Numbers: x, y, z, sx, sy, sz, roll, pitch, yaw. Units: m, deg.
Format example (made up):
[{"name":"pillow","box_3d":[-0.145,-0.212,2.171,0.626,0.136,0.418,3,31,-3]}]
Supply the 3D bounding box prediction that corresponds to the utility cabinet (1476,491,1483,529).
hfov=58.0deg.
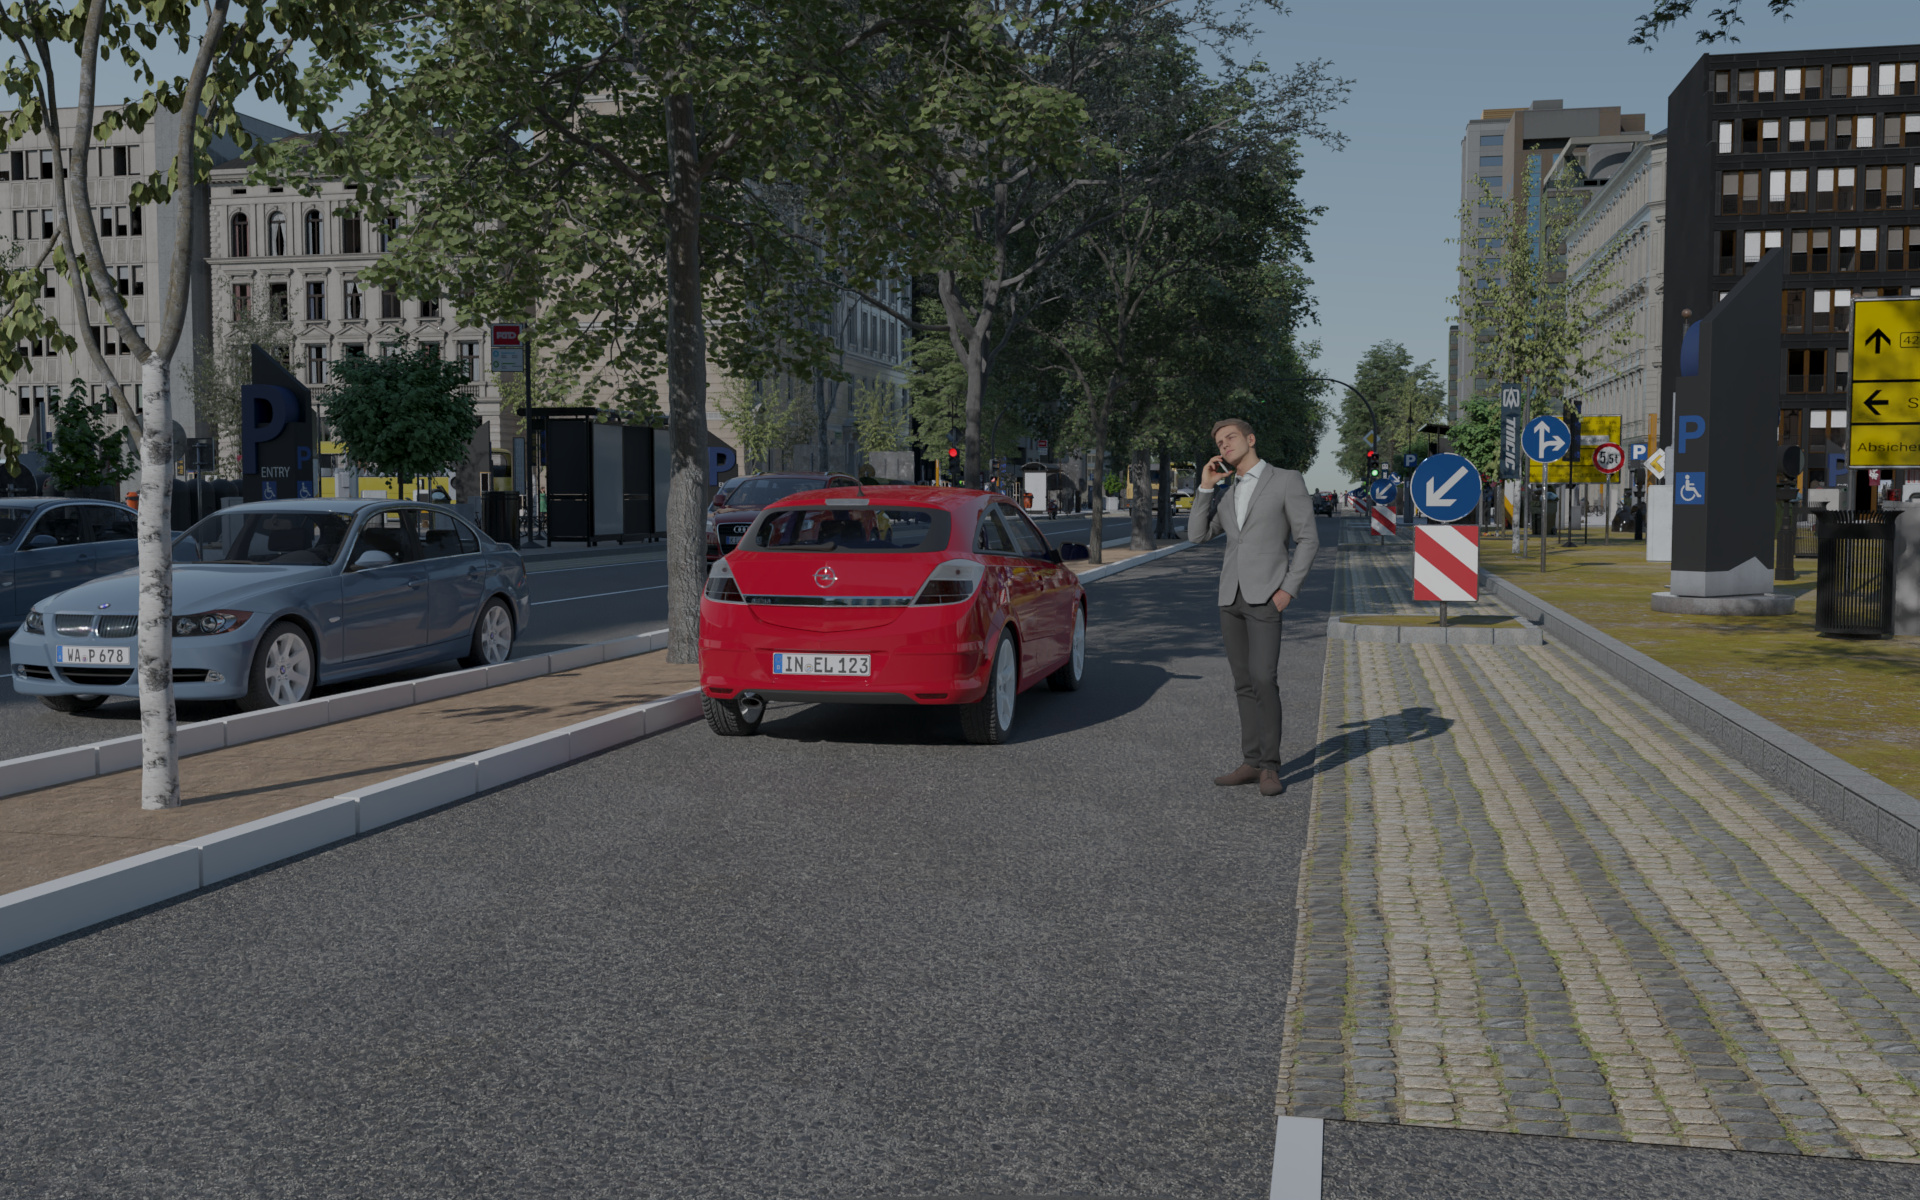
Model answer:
[{"name":"utility cabinet","box_3d":[18.902,-3.347,63.404,0.318,1.500,1.173,1,4,22]}]

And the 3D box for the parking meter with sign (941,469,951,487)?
[{"name":"parking meter with sign","box_3d":[-0.842,-6.766,106.892,0.543,3.016,1.738,-2,4,-26]}]

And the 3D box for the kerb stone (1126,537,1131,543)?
[{"name":"kerb stone","box_3d":[4.777,-1.719,50.319,0.120,0.150,1.000,1,4,12]}]

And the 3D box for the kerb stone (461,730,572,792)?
[{"name":"kerb stone","box_3d":[-2.266,0.818,8.826,0.120,0.150,1.000,1,4,12]}]

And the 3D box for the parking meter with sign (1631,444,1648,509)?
[{"name":"parking meter with sign","box_3d":[24.049,-3.978,61.305,0.543,3.016,1.738,2,4,24]}]

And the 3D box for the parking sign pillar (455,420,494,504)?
[{"name":"parking sign pillar","box_3d":[-17.823,-4.594,63.581,1.447,3.967,1.447,0,4,6]}]

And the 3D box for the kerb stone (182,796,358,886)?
[{"name":"kerb stone","box_3d":[-2.714,0.944,6.823,0.120,0.150,1.000,1,4,12]}]

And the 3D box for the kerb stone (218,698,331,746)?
[{"name":"kerb stone","box_3d":[-4.093,0.728,10.288,0.120,0.150,1.000,1,4,12]}]

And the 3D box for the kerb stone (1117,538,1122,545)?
[{"name":"kerb stone","box_3d":[4.326,-1.596,48.313,0.120,0.150,1.000,1,4,12]}]

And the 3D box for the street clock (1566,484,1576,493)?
[{"name":"street clock","box_3d":[28.207,-4.616,80.043,0.471,2.002,0.358,0,4,-4]}]

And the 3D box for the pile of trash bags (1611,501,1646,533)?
[{"name":"pile of trash bags","box_3d":[23.825,-2.963,58.195,3.447,1.369,1.912,0,4,1]}]

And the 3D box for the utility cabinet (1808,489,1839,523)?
[{"name":"utility cabinet","box_3d":[37.747,-4.101,75.735,1.173,1.500,0.318,1,4,13]}]

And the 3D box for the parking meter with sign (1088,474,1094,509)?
[{"name":"parking meter with sign","box_3d":[11.287,-9.348,149.094,0.543,3.016,1.738,0,4,-6]}]

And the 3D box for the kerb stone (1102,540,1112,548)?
[{"name":"kerb stone","box_3d":[3.882,-1.475,46.317,0.120,0.150,1.000,1,4,12]}]

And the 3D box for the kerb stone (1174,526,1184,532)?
[{"name":"kerb stone","box_3d":[8.536,-2.761,67.331,0.120,0.150,1.000,1,4,12]}]

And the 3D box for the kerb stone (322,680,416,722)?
[{"name":"kerb stone","box_3d":[-3.881,0.667,11.288,0.120,0.150,1.000,1,4,12]}]

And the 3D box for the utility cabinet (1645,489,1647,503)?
[{"name":"utility cabinet","box_3d":[29.181,-3.923,72.816,1.173,1.500,0.318,-1,4,-22]}]

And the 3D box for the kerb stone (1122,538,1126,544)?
[{"name":"kerb stone","box_3d":[4.545,-1.659,49.315,0.120,0.150,1.000,1,4,12]}]

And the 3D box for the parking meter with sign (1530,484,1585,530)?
[{"name":"parking meter with sign","box_3d":[21.218,-4.000,61.654,1.738,3.016,0.543,1,4,19]}]

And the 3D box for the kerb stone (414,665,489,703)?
[{"name":"kerb stone","box_3d":[-3.656,0.607,12.286,0.120,0.150,1.000,1,4,12]}]

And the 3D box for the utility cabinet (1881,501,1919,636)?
[{"name":"utility cabinet","box_3d":[8.803,-0.305,16.145,0.306,1.237,1.020,2,4,23]}]

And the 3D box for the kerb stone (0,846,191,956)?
[{"name":"kerb stone","box_3d":[-2.935,1.001,5.824,0.120,0.150,1.000,1,4,12]}]

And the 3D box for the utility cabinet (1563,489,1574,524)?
[{"name":"utility cabinet","box_3d":[25.637,-4.001,74.088,1.173,1.500,0.318,-1,4,-11]}]

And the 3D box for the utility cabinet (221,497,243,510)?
[{"name":"utility cabinet","box_3d":[-15.074,-1.557,36.616,0.306,1.237,1.020,2,4,33]}]

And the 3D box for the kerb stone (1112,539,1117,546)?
[{"name":"kerb stone","box_3d":[4.103,-1.536,47.315,0.120,0.150,1.000,1,4,12]}]

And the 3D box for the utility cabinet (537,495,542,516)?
[{"name":"utility cabinet","box_3d":[-22.270,-4.989,92.728,1.020,1.237,0.306,-1,4,-18]}]

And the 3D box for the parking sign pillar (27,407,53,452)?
[{"name":"parking sign pillar","box_3d":[-28.779,-4.019,54.186,1.447,3.967,1.447,-3,5,-40]}]

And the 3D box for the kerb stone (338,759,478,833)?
[{"name":"kerb stone","box_3d":[-2.487,0.879,7.819,0.120,0.150,1.000,1,4,12]}]

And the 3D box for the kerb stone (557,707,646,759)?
[{"name":"kerb stone","box_3d":[-2.049,0.757,9.825,0.120,0.150,1.000,1,4,12]}]

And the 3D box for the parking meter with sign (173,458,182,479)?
[{"name":"parking meter with sign","box_3d":[-28.437,-4.019,61.964,1.738,3.016,0.543,3,5,43]}]

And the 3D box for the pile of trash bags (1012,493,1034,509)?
[{"name":"pile of trash bags","box_3d":[2.828,-5.575,100.899,3.447,1.369,1.912,2,4,35]}]

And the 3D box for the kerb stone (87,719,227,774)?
[{"name":"kerb stone","box_3d":[-4.317,0.789,9.290,0.120,0.150,1.000,1,4,12]}]

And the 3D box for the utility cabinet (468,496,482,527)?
[{"name":"utility cabinet","box_3d":[-14.888,-2.604,53.742,0.306,1.237,1.020,1,4,14]}]

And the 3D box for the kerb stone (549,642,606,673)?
[{"name":"kerb stone","box_3d":[-3.205,0.484,14.281,0.120,0.150,1.000,1,4,12]}]

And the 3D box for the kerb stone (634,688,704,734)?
[{"name":"kerb stone","box_3d":[-1.826,0.696,10.824,0.120,0.150,1.000,1,4,12]}]

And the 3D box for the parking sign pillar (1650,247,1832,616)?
[{"name":"parking sign pillar","box_3d":[8.318,-1.854,18.792,1.447,3.967,1.447,-2,4,-34]}]

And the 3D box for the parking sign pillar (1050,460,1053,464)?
[{"name":"parking sign pillar","box_3d":[7.255,-9.145,137.997,1.447,3.967,1.447,-1,4,-14]}]

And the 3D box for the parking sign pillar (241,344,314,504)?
[{"name":"parking sign pillar","box_3d":[-12.126,-2.586,30.758,1.447,3.967,1.447,2,4,26]}]

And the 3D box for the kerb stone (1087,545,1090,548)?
[{"name":"kerb stone","box_3d":[3.443,-1.352,44.308,0.120,0.150,1.000,1,4,12]}]

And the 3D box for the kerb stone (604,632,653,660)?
[{"name":"kerb stone","box_3d":[-2.986,0.423,15.279,0.120,0.150,1.000,1,4,12]}]

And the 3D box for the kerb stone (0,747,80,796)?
[{"name":"kerb stone","box_3d":[-4.544,0.850,8.293,0.120,0.150,1.000,1,4,12]}]

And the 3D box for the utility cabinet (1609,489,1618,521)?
[{"name":"utility cabinet","box_3d":[30.934,-4.484,81.985,0.318,1.500,1.173,1,4,16]}]

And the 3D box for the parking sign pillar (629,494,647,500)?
[{"name":"parking sign pillar","box_3d":[-9.683,-4.015,54.119,1.447,3.967,1.447,1,4,20]}]

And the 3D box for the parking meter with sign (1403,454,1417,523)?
[{"name":"parking meter with sign","box_3d":[19.839,-4.906,76.468,0.543,3.016,1.738,1,4,13]}]

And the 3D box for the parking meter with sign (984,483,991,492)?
[{"name":"parking meter with sign","box_3d":[1.961,-7.289,115.433,0.543,3.016,1.738,3,5,43]}]

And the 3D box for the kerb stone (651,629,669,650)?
[{"name":"kerb stone","box_3d":[-2.768,0.362,16.281,0.120,0.150,1.000,1,4,12]}]

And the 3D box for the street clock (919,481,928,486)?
[{"name":"street clock","box_3d":[-2.055,-5.695,97.688,0.471,2.002,0.358,-2,4,-31]}]

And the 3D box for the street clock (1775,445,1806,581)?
[{"name":"street clock","box_3d":[12.257,-1.292,25.688,0.471,2.002,0.358,-1,4,-23]}]

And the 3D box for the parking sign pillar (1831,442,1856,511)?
[{"name":"parking sign pillar","box_3d":[42.301,-5.796,83.237,1.447,3.967,1.447,1,4,8]}]

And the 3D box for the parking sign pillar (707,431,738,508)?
[{"name":"parking sign pillar","box_3d":[-9.858,-5.092,71.732,1.447,3.967,1.447,-1,4,-21]}]

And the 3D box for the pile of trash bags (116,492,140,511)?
[{"name":"pile of trash bags","box_3d":[-33.447,-3.641,69.288,1.912,1.369,3.447,-3,5,-39]}]

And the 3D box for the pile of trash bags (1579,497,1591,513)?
[{"name":"pile of trash bags","box_3d":[42.439,-6.712,119.497,1.912,1.369,3.447,1,4,15]}]

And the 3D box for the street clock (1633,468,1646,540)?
[{"name":"street clock","box_3d":[18.947,-2.675,48.310,0.358,2.002,0.471,1,4,11]}]

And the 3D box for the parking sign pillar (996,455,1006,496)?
[{"name":"parking sign pillar","box_3d":[2.693,-7.638,113.347,1.447,3.967,1.447,-1,4,-8]}]

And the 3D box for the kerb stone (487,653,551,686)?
[{"name":"kerb stone","box_3d":[-3.438,0.545,13.285,0.120,0.150,1.000,1,4,12]}]
